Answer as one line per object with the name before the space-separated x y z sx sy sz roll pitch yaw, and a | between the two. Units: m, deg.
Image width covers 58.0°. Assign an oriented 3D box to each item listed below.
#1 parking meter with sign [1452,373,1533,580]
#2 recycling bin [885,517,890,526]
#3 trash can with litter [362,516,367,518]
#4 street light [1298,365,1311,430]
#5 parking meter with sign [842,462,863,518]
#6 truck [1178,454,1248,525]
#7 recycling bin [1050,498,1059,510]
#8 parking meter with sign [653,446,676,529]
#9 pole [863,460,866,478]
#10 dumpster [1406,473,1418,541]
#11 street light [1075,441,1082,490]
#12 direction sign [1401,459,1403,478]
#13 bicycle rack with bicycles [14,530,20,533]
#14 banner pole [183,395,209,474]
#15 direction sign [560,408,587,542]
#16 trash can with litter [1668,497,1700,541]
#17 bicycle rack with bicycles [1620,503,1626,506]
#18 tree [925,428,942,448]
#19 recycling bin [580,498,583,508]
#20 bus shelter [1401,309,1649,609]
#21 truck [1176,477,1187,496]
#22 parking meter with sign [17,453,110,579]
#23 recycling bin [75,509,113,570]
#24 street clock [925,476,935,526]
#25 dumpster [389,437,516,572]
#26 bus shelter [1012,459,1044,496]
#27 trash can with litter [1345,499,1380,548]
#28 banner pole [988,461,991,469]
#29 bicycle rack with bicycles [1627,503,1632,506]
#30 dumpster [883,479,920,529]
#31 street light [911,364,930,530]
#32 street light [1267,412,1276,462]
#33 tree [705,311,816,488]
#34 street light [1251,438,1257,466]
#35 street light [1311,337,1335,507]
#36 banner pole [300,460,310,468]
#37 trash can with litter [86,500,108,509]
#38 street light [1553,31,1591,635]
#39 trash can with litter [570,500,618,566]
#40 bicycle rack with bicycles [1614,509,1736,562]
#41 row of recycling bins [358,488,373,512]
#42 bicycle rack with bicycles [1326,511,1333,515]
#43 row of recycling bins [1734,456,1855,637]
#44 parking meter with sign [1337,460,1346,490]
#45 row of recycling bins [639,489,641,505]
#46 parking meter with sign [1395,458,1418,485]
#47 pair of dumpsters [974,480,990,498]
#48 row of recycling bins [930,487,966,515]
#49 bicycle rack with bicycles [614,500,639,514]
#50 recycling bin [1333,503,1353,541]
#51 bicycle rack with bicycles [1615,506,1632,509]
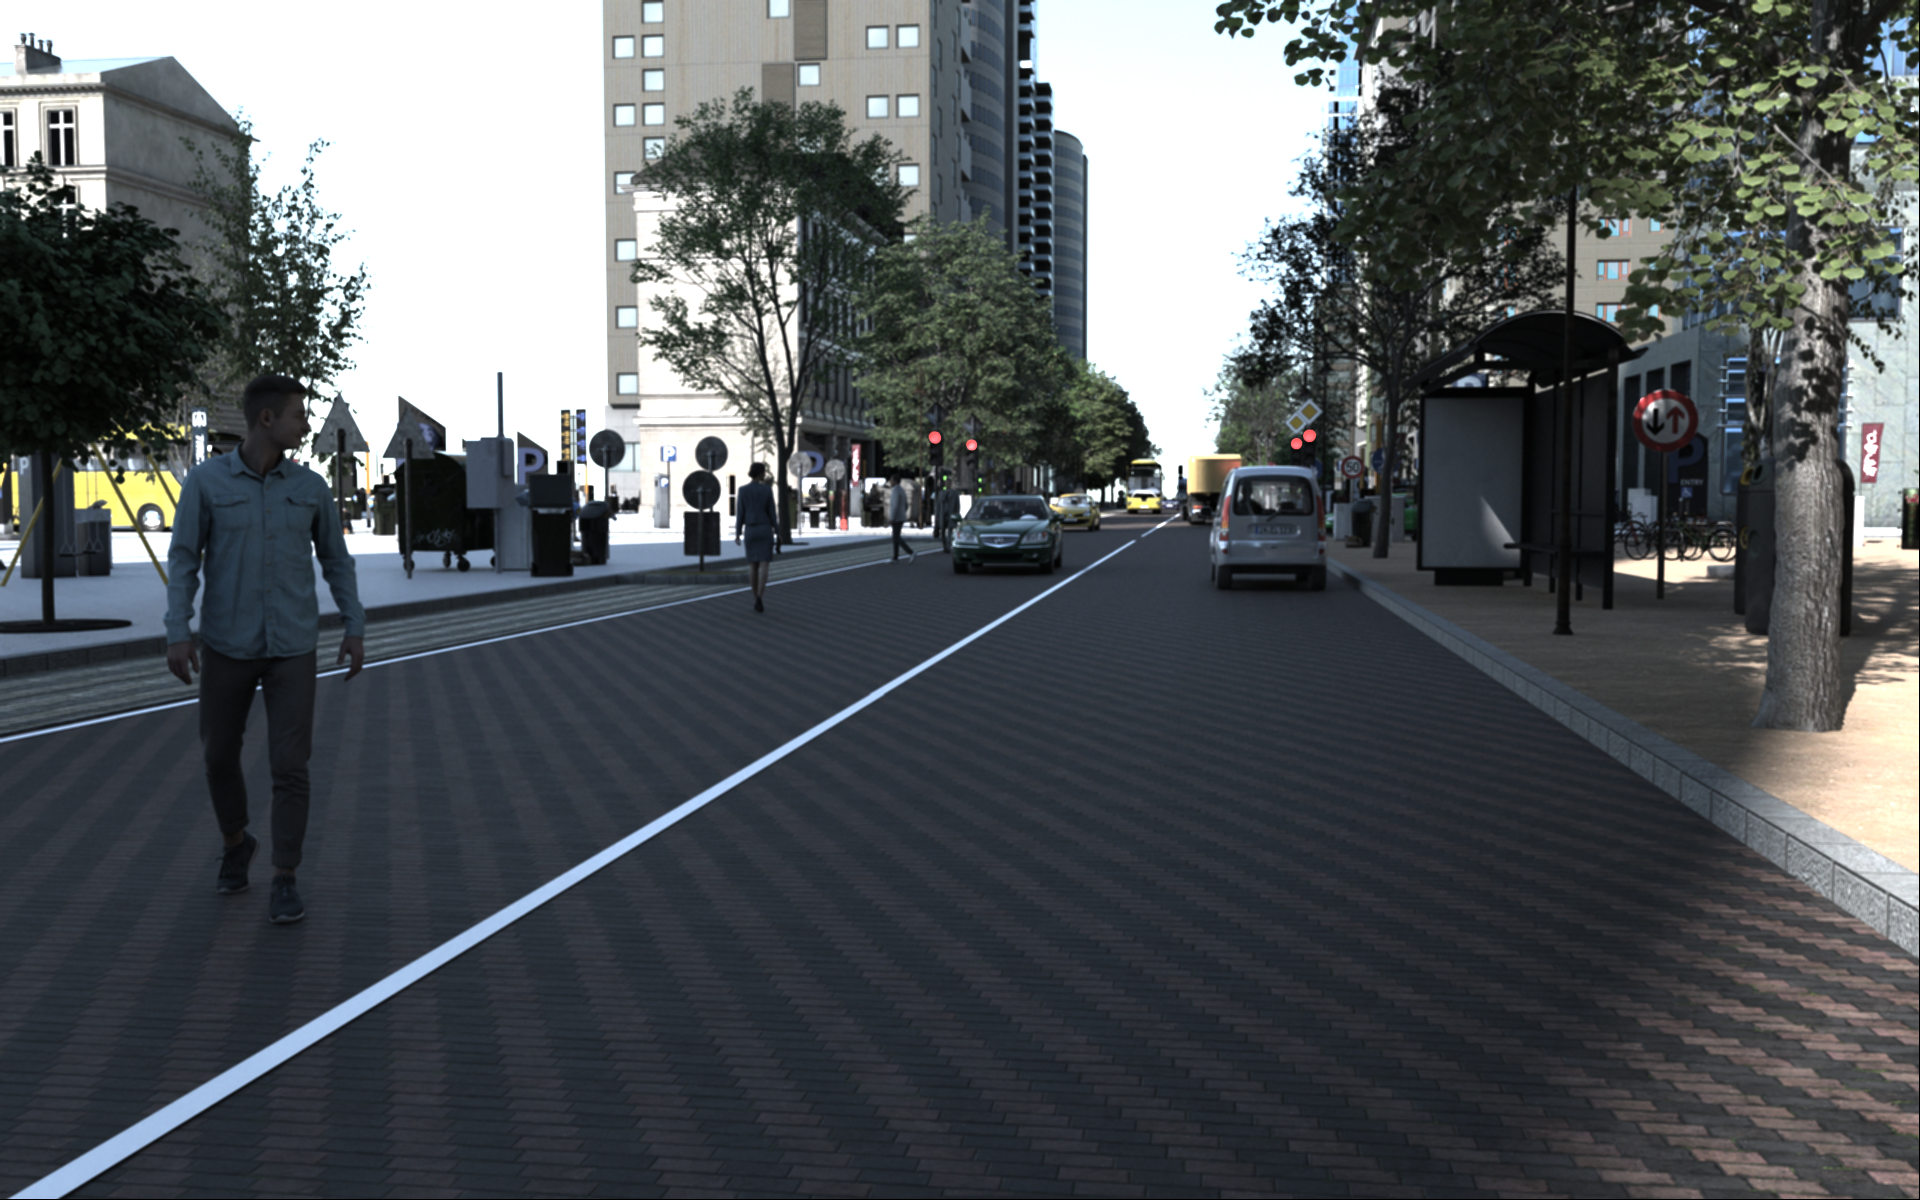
parking meter with sign | 7.984 -1.807 25.808 0.543 3.016 1.738 3 5 44
recycling bin | -3.345 -3.529 70.259 0.722 1.027 0.722 3 4 39
trash can with litter | -31.648 -4.927 91.608 2.233 1.210 1.678 -1 4 -9
street light | 12.374 -5.469 62.204 0.468 5.910 1.993 1 4 8
parking meter with sign | -5.556 -5.969 93.849 1.738 3.016 0.543 -2 4 -23
truck | 12.277 -5.346 83.335 3.469 3.379 9.791 0 4 6
recycling bin | 6.537 -6.298 115.534 0.722 1.027 0.722 3 5 41
parking meter with sign | -11.019 -4.156 64.211 0.543 3.016 1.738 -2 4 -25
pole | -5.649 -6.641 102.417 0.158 3.312 0.155 0 3 0
dumpster | 12.808 -2.685 46.387 1.502 2.255 1.985 1 4 8
street light | 9.515 -10.024 136.682 0.468 5.910 1.993 1 4 8
direction sign | 27.174 -7.013 106.651 0.379 3.537 0.876 0 4 6
bicycle rack with bicycles | -29.518 -2.406 52.723 2.925 0.926 2.852 0 4 -4
banner pole | -19.391 -3.296 43.914 0.863 3.779 0.401 1 4 13
direction sign | -10.268 -3.308 46.080 0.876 3.537 0.379 2 4 29
trash can with litter | 19.736 -2.231 47.530 1.678 1.210 2.233 2 4 24
bicycle rack with bicycles | 22.083 -3.032 62.956 2.925 0.926 2.852 0 4 -4
tree | -0.536 -10.494 121.941 4.737 8.622 4.395 0 3 0
recycling bin | -27.540 -6.835 124.304 0.722 1.027 0.722 -2 4 -34
bus shelter | 6.845 -1.698 21.689 2.014 3.302 5.546 0 4 8
truck | 36.298 -17.712 279.343 2.967 4.110 18.799 0 4 7
parking meter with sign | -13.981 -1.852 26.538 0.543 3.016 1.738 2 4 31
recycling bin | -14.989 -1.054 29.792 0.722 1.027 0.722 -2 4 -26
street clock | -1.235 -3.925 68.737 0.358 2.002 0.471 3 4 36
dumpster | -8.577 -1.642 29.347 1.502 2.255 1.985 1 4 8
bus shelter | 3.703 -7.719 103.829 2.179 5.291 8.768 1 4 8
trash can with litter | 9.633 -1.847 41.592 0.624 1.170 1.055 2 4 29
banner pole | 2.214 -8.504 129.058 0.401 3.779 0.863 1 4 21
bicycle rack with bicycles | 25.985 -3.356 68.258 2.925 0.926 2.852 -1 4 -10
dumpster | -2.179 -3.629 65.086 1.264 1.857 1.865 0 4 8
street light | -1.397 -5.446 61.830 0.468 5.910 1.993 1 4 8
street light | 17.472 -7.615 97.285 0.468 5.910 1.993 1 4 8
tree | -7.867 -7.218 68.370 4.360 8.622 3.978 0 3 0
street light | 23.427 -10.132 138.441 0.468 5.910 1.993 1 4 8
street light | 10.599 -4.746 50.387 0.468 5.910 1.993 1 4 8
banner pole | -43.608 -7.655 115.175 0.863 3.779 0.401 0 4 -8
trash can with litter | -17.386 -1.400 34.273 1.055 1.170 0.624 0 4 -6
street light | 5.517 -2.623 15.668 0.468 5.910 1.993 1 4 8
trash can with litter | -6.652 -1.210 31.165 0.624 1.170 1.055 1 4 14
bicycle rack with bicycles | 14.052 -1.243 33.711 2.852 0.926 2.925 -1 4 -23
row of recycling bins | -44.266 -7.273 126.024 1.069 1.692 3.534 3 5 43
bicycle rack with bicycles | 15.498 -3.259 66.673 2.852 0.926 2.925 3 4 37
row of recycling bins | 8.239 -0.610 17.094 1.069 1.692 3.534 1 4 22
parking meter with sign | 19.829 -5.662 88.839 0.543 3.016 1.738 0 4 -4
row of recycling bins | -18.325 -5.824 102.329 1.069 1.692 3.534 -1 4 -20
parking meter with sign | 21.726 -5.430 85.049 0.543 3.016 1.738 -3 5 -44
pair of dumpsters | 1.651 -6.168 103.345 1.574 2.255 4.437 1 4 8
row of recycling bins | -0.862 -6.171 108.004 1.069 1.692 3.534 3 4 36
bicycle rack with bicycles | -22.036 -6.074 112.688 2.925 0.926 2.852 0 4 -2
recycling bin | 10.640 -2.141 47.555 0.722 1.027 0.722 1 4 10
bicycle rack with bicycles | 17.413 -1.728 41.635 2.925 0.926 2.852 2 4 29
